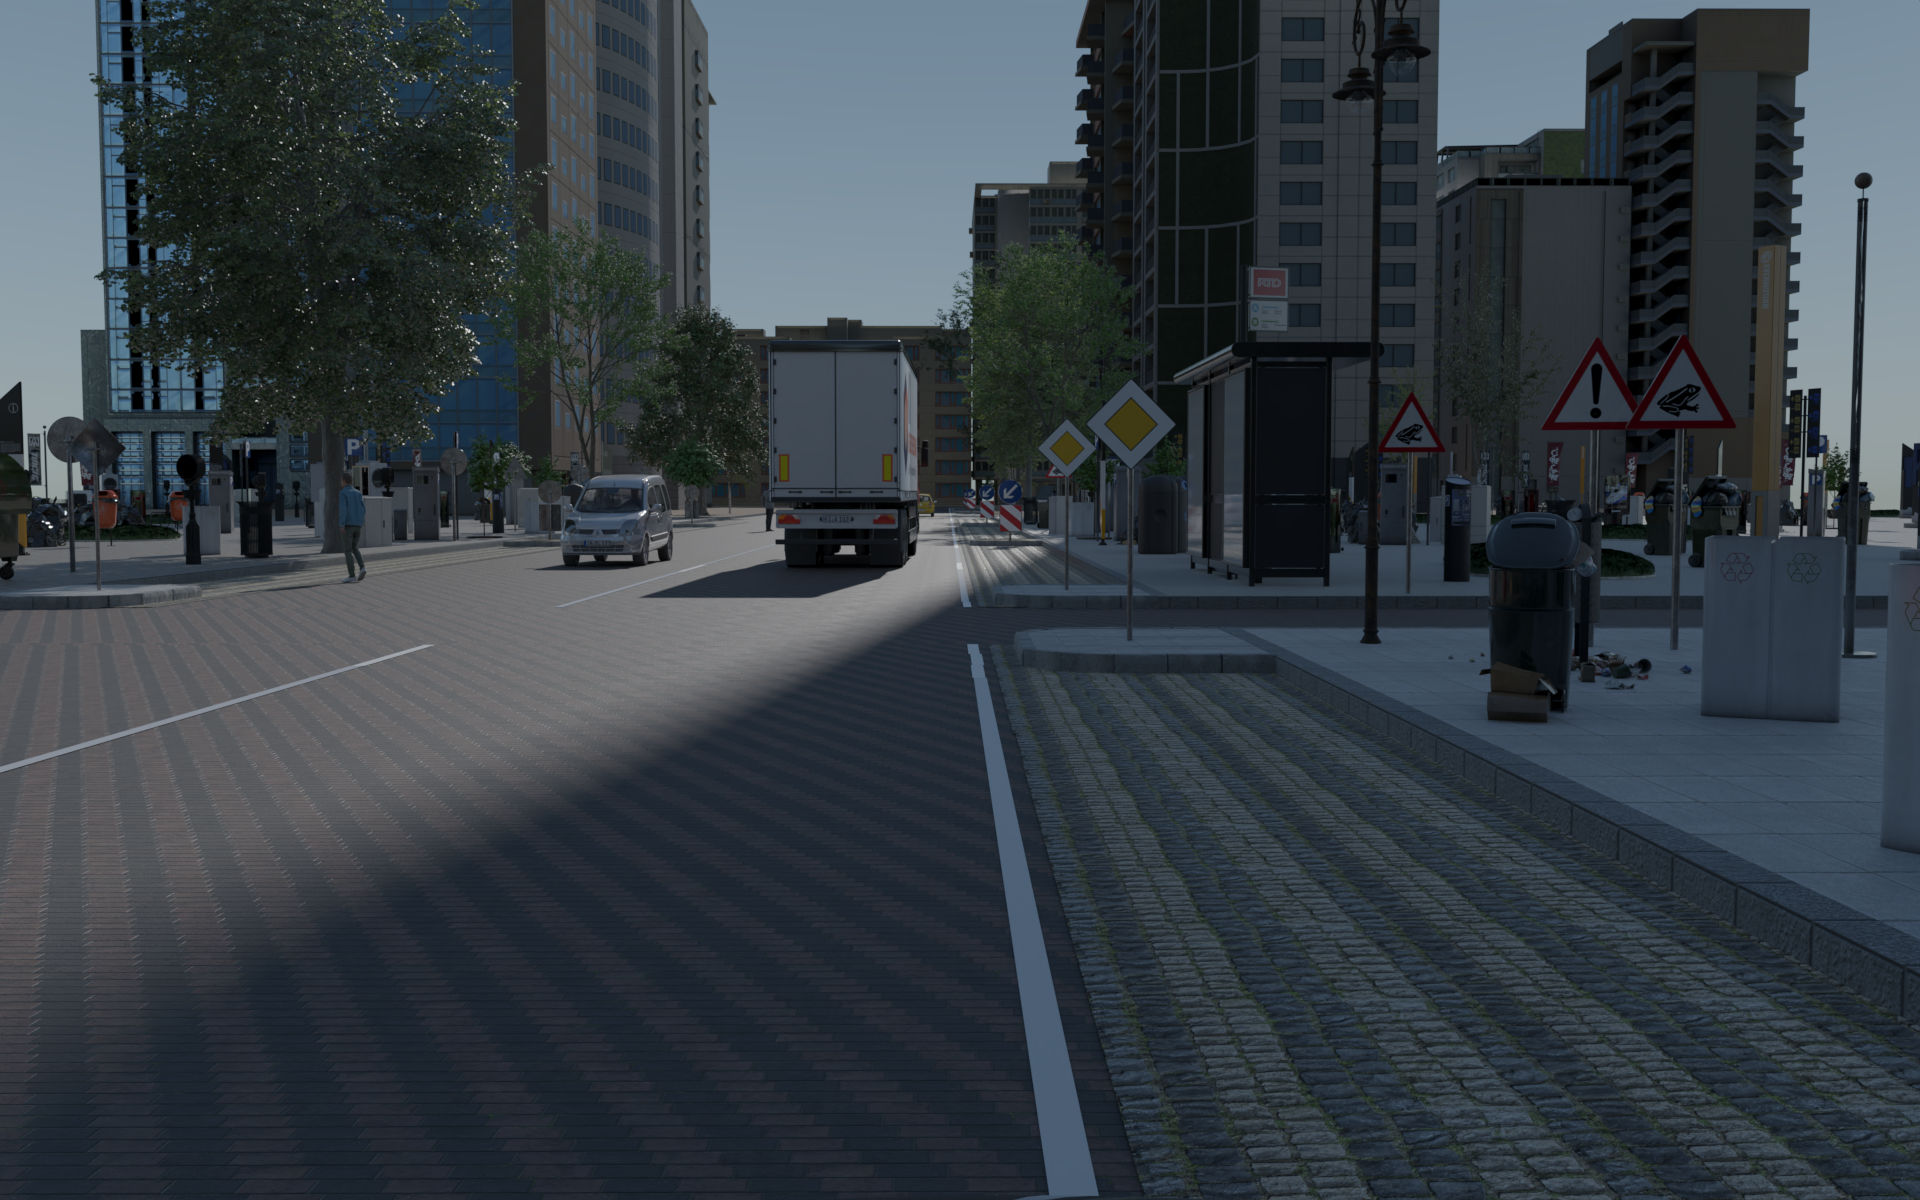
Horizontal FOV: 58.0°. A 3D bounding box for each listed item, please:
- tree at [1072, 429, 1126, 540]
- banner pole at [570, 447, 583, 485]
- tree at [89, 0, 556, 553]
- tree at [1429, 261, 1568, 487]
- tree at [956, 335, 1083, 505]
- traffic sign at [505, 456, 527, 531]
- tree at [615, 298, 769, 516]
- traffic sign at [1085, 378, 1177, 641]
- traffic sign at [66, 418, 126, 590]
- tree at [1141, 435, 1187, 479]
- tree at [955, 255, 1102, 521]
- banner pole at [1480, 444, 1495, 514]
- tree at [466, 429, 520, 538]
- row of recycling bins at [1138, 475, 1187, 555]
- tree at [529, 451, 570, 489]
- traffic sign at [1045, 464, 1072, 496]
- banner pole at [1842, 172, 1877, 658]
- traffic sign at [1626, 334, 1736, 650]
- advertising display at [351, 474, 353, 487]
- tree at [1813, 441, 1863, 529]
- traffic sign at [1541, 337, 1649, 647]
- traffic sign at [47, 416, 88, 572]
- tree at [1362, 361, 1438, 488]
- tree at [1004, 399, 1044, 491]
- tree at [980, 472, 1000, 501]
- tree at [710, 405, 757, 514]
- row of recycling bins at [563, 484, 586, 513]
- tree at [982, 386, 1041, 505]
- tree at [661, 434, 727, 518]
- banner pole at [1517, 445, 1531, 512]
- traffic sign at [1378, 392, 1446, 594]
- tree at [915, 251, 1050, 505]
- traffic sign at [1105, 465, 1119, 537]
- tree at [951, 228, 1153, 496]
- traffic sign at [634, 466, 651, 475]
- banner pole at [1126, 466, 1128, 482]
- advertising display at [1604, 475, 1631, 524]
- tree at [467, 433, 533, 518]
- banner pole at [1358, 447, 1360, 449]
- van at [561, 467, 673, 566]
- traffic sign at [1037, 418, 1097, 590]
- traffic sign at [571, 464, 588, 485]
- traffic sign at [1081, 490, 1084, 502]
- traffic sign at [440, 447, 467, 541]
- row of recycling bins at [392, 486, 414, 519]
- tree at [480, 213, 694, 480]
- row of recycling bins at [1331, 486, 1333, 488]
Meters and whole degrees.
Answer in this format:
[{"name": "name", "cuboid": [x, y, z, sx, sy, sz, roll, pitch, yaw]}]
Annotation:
[{"name": "tree", "cuboid": [3.725, -3.338, 49.176, 1.663, 3.219, 1.824, 0, 3, 0]}, {"name": "banner pole", "cuboid": [-20.013, -6.161, 90.745, 0.863, 3.779, 0.401, -2, 4, -34]}, {"name": "tree", "cuboid": [-13.612, -8.000, 37.454, 9.857, 13.997, 8.962, 0, 3, 0]}, {"name": "tree", "cuboid": [16.556, -6.371, 54.528, 4.360, 8.622, 3.978, 0, 3, 0]}, {"name": "tree", "cuboid": [3.352, -9.719, 93.313, 7.601, 10.594, 8.767, 0, 4, -2]}, {"name": "traffic sign", "cuboid": [-15.353, -3.652, 59.719, 0.884, 2.594, 0.081, 0, 4, 7]}, {"name": "tree", "cuboid": [-15.275, -11.284, 101.509, 9.611, 12.733, 9.660, 0, 3, 0]}, {"name": "traffic sign", "cuboid": [1.484, -0.701, 15.111, 0.795, 2.450, 0.064, 0, 4, 0]}, {"name": "traffic sign", "cuboid": [-11.471, -1.185, 23.019, 0.795, 2.450, 0.064, 0, 4, 0]}, {"name": "tree", "cuboid": [6.493, -3.716, 55.362, 1.663, 3.219, 1.824, 0, 3, 0]}, {"name": "tree", "cuboid": [3.480, -10.035, 82.194, 7.486, 12.596, 7.792, 0, 3, 0]}, {"name": "banner pole", "cuboid": [26.510, -5.930, 86.977, 0.863, 3.779, 0.401, 1, 4, 19]}, {"name": "tree", "cuboid": [-13.934, -3.415, 50.437, 1.663, 3.219, 1.824, 0, 3, 0]}, {"name": "row of recycling bins", "cuboid": [4.826, -1.906, 38.277, 1.069, 1.692, 3.534, 2, 4, 28]}, {"name": "tree", "cuboid": [-18.297, -5.037, 76.961, 1.663, 3.219, 1.824, 0, 3, 0]}, {"name": "traffic sign", "cuboid": [3.249, -3.502, 57.265, 0.884, 2.594, 0.081, 0, 4, 5]}, {"name": "banner pole", "cuboid": [6.926, -1.429, 13.382, 0.401, 3.779, 0.863, 2, 4, 27]}, {"name": "traffic sign", "cuboid": [5.893, -0.869, 14.217, 0.884, 2.594, 0.081, 0, 4, 3]}, {"name": "advertising display", "cuboid": [-17.399, -2.789, 50.820, 0.974, 1.923, 0.123, 1, 4, 19]}, {"name": "tree", "cuboid": [32.187, -4.211, 63.445, 1.663, 3.219, 1.824, 0, 3, 0]}, {"name": "traffic sign", "cuboid": [5.290, -0.885, 14.478, 0.884, 2.594, 0.081, 0, 4, 5]}, {"name": "traffic sign", "cuboid": [-14.580, -1.730, 28.389, 0.768, 2.556, 0.104, 0, 4, 1]}, {"name": "tree", "cuboid": [24.549, -8.910, 96.048, 4.737, 8.622, 4.395, 0, 3, 0]}, {"name": "tree", "cuboid": [4.186, -10.458, 121.358, 4.360, 8.622, 3.978, 0, 3, 0]}, {"name": "tree", "cuboid": [2.407, -9.527, 150.365, 1.663, 3.219, 1.824, 0, 3, 0]}, {"name": "tree", "cuboid": [-15.108, -9.978, 113.508, 4.737, 8.622, 4.395, 0, 3, 0]}, {"name": "row of recycling bins", "cuboid": [-14.821, -3.857, 70.173, 1.069, 1.692, 3.534, 1, 4, 21]}, {"name": "tree", "cuboid": [3.384, -9.691, 108.809, 4.737, 8.622, 4.395, 0, 3, 0]}, {"name": "tree", "cuboid": [-14.140, -6.654, 92.514, 4.285, 4.588, 4.351, 0, 3, 0]}, {"name": "banner pole", "cuboid": [28.481, -5.973, 87.677, 0.401, 3.779, 0.863, -3, 5, -39]}, {"name": "traffic sign", "cuboid": [5.759, -1.357, 22.187, 0.884, 2.594, 0.081, 0, 4, 1]}, {"name": "tree", "cuboid": [2.547, -17.261, 138.102, 12.611, 20.169, 13.585, 0, 3, 0]}, {"name": "traffic sign", "cuboid": [4.427, -3.015, 51.419, 0.606, 2.300, 0.079, 0, 4, 6]}, {"name": "tree", "cuboid": [3.809, -8.782, 69.343, 9.928, 11.665, 9.643, 0, 3, 0]}, {"name": "traffic sign", "cuboid": [-14.286, -4.758, 77.907, 0.768, 2.556, 0.104, 0, 4, 1]}, {"name": "banner pole", "cuboid": [4.493, -3.417, 45.884, 0.401, 3.779, 0.863, 1, 4, 18]}, {"name": "advertising display", "cuboid": [21.997, -3.227, 57.977, 0.123, 1.923, 0.974, -2, 4, -28]}, {"name": "tree", "cuboid": [-24.760, -6.688, 93.059, 4.285, 4.588, 4.351, 0, 3, 0]}, {"name": "banner pole", "cuboid": [21.523, -6.281, 92.705, 0.863, 3.779, 0.401, -2, 4, -25]}, {"name": "van", "cuboid": [-7.059, -1.765, 35.863, 2.013, 2.044, 4.112, 0, 4, 1]}, {"name": "traffic sign", "cuboid": [1.423, -1.190, 23.096, 0.795, 2.450, 0.064, 0, 4, 0]}, {"name": "traffic sign", "cuboid": [-16.251, -4.517, 73.952, 0.768, 2.556, 0.104, 0, 4, 4]}, {"name": "traffic sign", "cuboid": [3.870, -3.336, 54.645, 0.768, 2.556, 0.104, 0, 4, 3]}, {"name": "traffic sign", "cuboid": [-13.822, -2.886, 47.286, 0.768, 2.556, 0.104, 1, 4, 9]}, {"name": "row of recycling bins", "cuboid": [-29.080, -5.079, 90.158, 1.069, 1.692, 3.534, -3, 4, -38]}, {"name": "tree", "cuboid": [-14.181, -8.561, 65.721, 9.928, 11.665, 9.643, 0, 3, 0]}, {"name": "row of recycling bins", "cuboid": [17.115, -4.678, 83.593, 1.069, 1.692, 3.534, -1, 4, -12]}]
